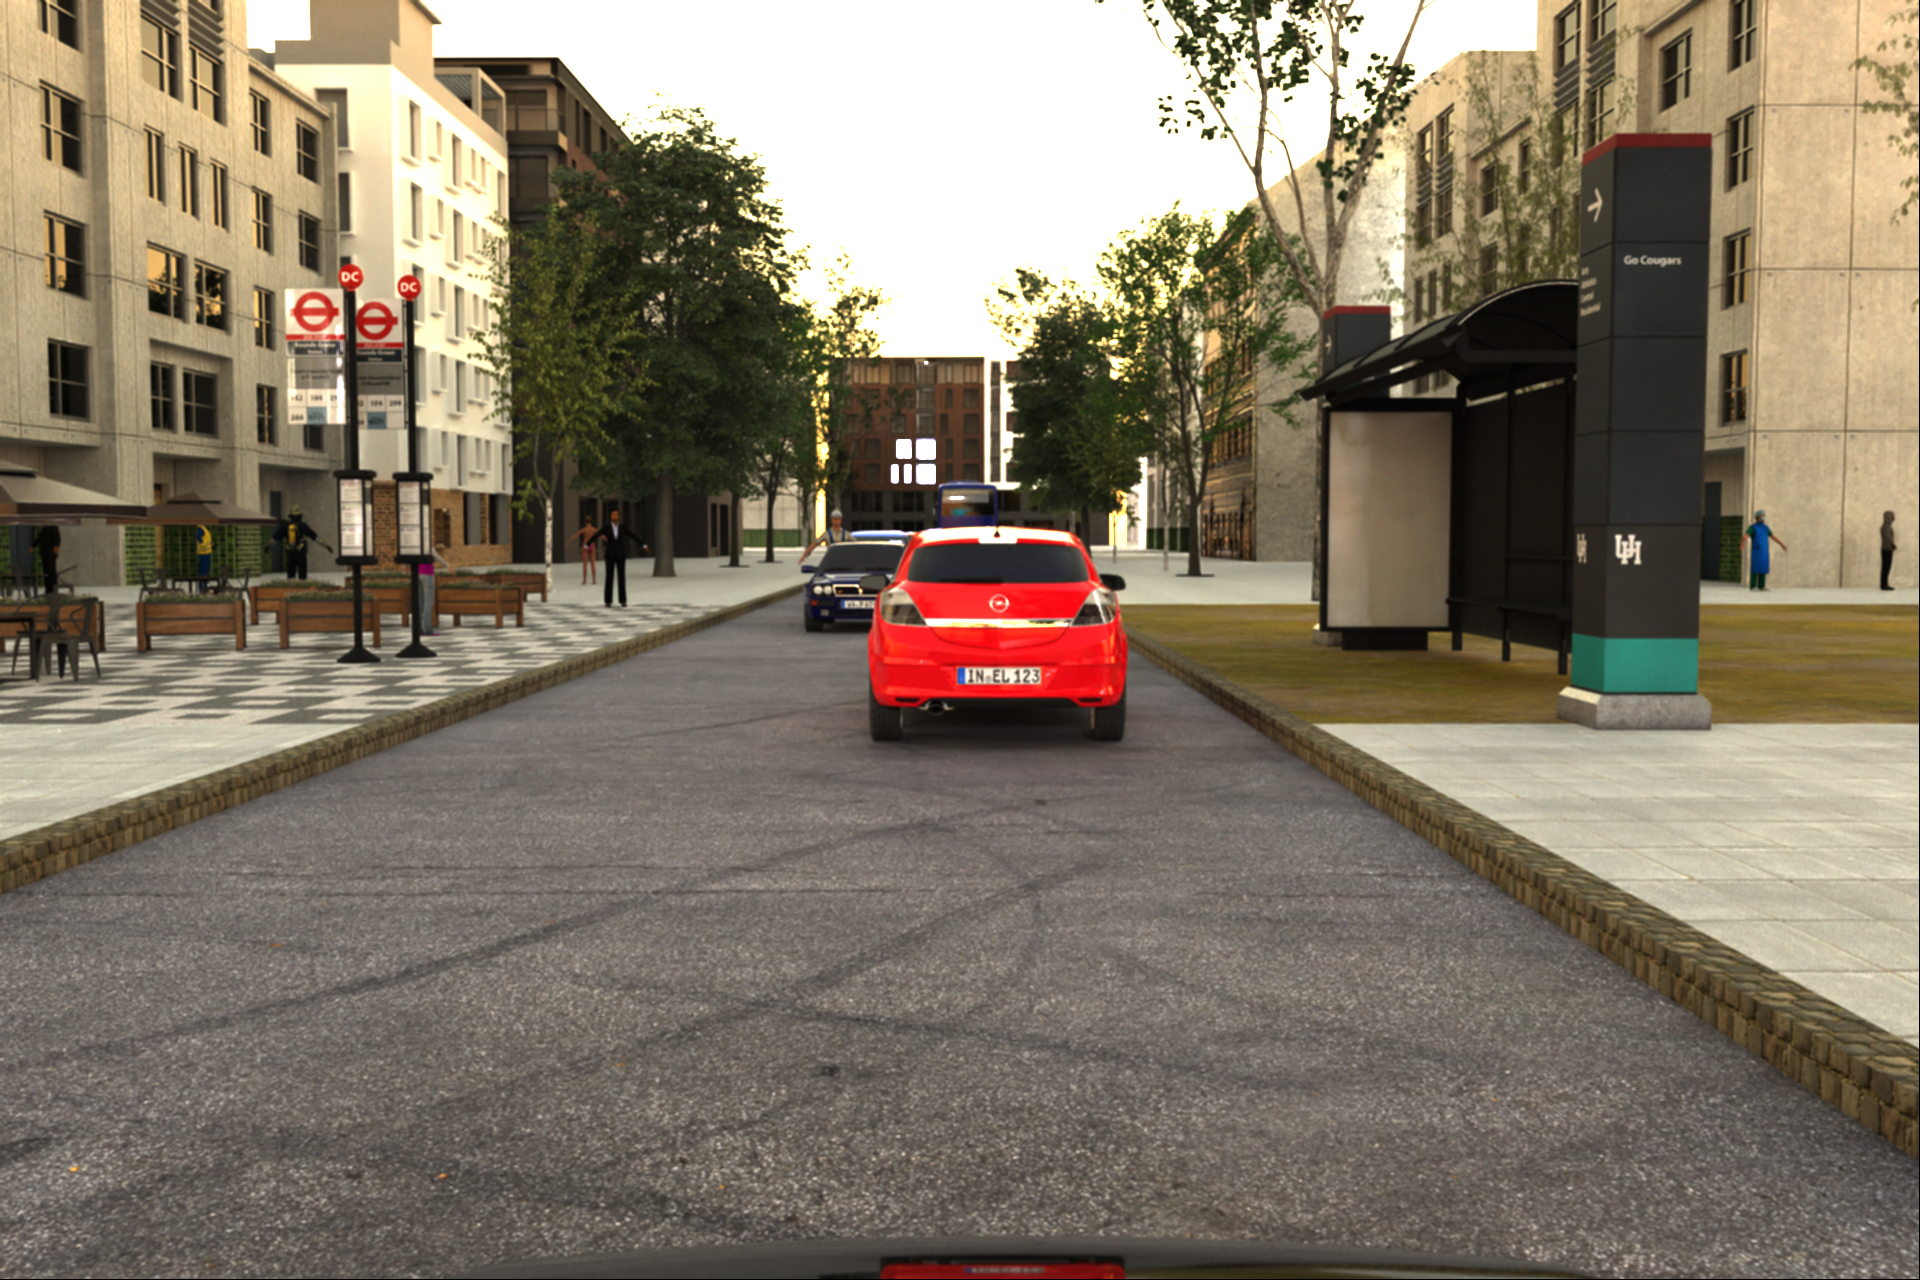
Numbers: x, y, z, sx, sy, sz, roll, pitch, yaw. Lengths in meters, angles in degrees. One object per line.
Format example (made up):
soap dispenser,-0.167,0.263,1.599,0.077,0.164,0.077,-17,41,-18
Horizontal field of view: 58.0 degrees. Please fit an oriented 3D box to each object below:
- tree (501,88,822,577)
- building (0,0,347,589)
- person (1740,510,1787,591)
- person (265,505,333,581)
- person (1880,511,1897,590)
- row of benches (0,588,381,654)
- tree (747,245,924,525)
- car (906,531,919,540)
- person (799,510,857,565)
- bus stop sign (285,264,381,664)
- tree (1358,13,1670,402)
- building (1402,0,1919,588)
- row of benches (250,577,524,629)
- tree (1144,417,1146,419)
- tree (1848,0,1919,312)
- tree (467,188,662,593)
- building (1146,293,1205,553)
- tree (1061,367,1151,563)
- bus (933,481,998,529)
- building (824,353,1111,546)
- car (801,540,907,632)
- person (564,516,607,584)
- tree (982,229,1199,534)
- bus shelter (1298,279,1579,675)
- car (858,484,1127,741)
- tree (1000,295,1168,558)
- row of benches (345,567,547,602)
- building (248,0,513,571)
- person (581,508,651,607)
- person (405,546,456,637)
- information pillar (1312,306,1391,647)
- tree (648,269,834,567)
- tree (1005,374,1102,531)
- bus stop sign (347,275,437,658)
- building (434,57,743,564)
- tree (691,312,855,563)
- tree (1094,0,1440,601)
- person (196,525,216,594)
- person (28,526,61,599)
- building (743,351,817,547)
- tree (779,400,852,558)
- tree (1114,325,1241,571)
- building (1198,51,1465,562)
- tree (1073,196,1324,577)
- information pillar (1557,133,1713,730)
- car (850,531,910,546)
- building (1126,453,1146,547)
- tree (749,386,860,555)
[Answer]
tree,-8.849,-8.866,51.619,9.857,13.997,8.962,0,3,0
building,-28.899,-10.736,41.990,16.747,18.905,31.486,0,4,0
person,17.975,-2.004,38.887,1.347,1.817,0.704,-1,4,-22
person,-13.286,-1.770,34.722,1.354,1.856,0.705,0,4,0
person,21.283,-2.053,39.694,0.705,1.813,1.348,2,4,24
row of benches,-8.390,-0.225,19.140,4.104,0.672,1.422,-1,4,-19
tree,-8.887,-15.915,116.107,12.611,20.169,13.585,0,3,0
car,-1.292,-2.689,53.013,2.155,1.783,4.494,0,4,0
person,-2.110,-1.306,29.660,1.347,1.847,0.705,-1,4,-15
bus stop sign,-6.243,-1.745,17.233,0.855,3.939,0.416,0,4,-1
tree,8.381,-4.530,24.431,4.360,8.622,3.978,0,3,0
building,26.947,-11.619,56.435,16.747,18.905,31.486,0,4,-1
row of benches,-8.124,-0.539,24.269,4.104,0.672,1.422,1,4,15
tree,25.026,-21.313,204.359,12.611,20.169,13.585,0,3,0
tree,10.721,-4.113,17.617,4.360,8.622,3.978,0,3,0
tree,-8.916,-5.360,37.990,4.737,8.622,4.395,0,3,0
building,24.369,-16.334,133.512,16.747,18.905,31.486,0,4,0
tree,6.646,-7.648,75.410,4.737,8.622,4.395,0,3,0
bus,0.223,-5.364,79.247,2.896,3.916,12.251,0,4,-1
building,1.268,-22.110,207.933,32.646,21.610,27.936,0,4,3
car,-1.423,-0.861,26.665,1.945,1.354,3.894,0,3,0
person,-9.507,-2.291,44.260,1.217,1.733,0.721,-2,4,-27
tree,8.280,-15.349,106.839,12.611,20.169,13.585,0,3,0
bus shelter,4.769,-1.383,16.543,2.014,3.302,5.546,0,3,0
car,0.258,-0.272,13.486,2.155,1.783,4.494,0,3,0
tree,6.691,-11.335,91.977,9.857,13.997,8.962,0,3,0
row of benches,-9.220,-0.956,31.086,1.422,0.672,4.104,3,4,36
building,-24.152,-12.508,60.920,16.016,20.090,11.380,0,4,1
person,-6.072,-1.457,30.550,1.216,1.740,0.721,-1,4,-19
person,-6.674,-0.764,21.752,0.991,1.433,0.599,3,4,37
information pillar,4.556,-1.874,20.014,0.750,3.857,0.750,0,4,-2
tree,-8.642,-8.658,67.319,9.928,11.665,9.643,0,3,0
tree,7.006,-12.264,118.648,7.486,12.596,7.792,0,3,0
bus stop sign,-5.894,-1.789,17.959,0.855,3.939,0.416,0,4,1
building,-27.545,-15.104,90.920,27.936,21.610,32.646,0,4,1
tree,-8.417,-9.301,77.822,9.928,11.665,9.643,0,3,0
tree,5.784,-10.866,33.544,12.611,20.169,13.585,0,3,0
person,-15.789,-1.828,36.359,0.721,1.772,1.216,-1,4,-13
person,-17.950,-1.702,34.058,1.346,1.802,0.704,3,5,42
building,-24.474,-19.297,181.960,16.747,18.905,31.486,0,4,-1
tree,-8.084,-8.750,93.428,4.737,8.622,4.395,0,3,0
tree,7.018,-6.748,60.687,4.360,8.622,3.978,0,3,0
building,22.863,-15.741,88.294,19.493,23.208,18.063,0,4,0
tree,7.216,-7.743,52.353,9.928,11.665,9.643,0,3,0
information pillar,4.537,-1.358,11.582,0.750,3.857,0.750,0,4,0
car,-1.576,-1.438,33.107,1.945,1.707,3.694,0,4,0
building,21.667,-13.702,166.173,9.099,9.664,28.070,0,3,0
tree,-9.438,-10.355,103.710,7.601,10.594,8.767,0,4,2
